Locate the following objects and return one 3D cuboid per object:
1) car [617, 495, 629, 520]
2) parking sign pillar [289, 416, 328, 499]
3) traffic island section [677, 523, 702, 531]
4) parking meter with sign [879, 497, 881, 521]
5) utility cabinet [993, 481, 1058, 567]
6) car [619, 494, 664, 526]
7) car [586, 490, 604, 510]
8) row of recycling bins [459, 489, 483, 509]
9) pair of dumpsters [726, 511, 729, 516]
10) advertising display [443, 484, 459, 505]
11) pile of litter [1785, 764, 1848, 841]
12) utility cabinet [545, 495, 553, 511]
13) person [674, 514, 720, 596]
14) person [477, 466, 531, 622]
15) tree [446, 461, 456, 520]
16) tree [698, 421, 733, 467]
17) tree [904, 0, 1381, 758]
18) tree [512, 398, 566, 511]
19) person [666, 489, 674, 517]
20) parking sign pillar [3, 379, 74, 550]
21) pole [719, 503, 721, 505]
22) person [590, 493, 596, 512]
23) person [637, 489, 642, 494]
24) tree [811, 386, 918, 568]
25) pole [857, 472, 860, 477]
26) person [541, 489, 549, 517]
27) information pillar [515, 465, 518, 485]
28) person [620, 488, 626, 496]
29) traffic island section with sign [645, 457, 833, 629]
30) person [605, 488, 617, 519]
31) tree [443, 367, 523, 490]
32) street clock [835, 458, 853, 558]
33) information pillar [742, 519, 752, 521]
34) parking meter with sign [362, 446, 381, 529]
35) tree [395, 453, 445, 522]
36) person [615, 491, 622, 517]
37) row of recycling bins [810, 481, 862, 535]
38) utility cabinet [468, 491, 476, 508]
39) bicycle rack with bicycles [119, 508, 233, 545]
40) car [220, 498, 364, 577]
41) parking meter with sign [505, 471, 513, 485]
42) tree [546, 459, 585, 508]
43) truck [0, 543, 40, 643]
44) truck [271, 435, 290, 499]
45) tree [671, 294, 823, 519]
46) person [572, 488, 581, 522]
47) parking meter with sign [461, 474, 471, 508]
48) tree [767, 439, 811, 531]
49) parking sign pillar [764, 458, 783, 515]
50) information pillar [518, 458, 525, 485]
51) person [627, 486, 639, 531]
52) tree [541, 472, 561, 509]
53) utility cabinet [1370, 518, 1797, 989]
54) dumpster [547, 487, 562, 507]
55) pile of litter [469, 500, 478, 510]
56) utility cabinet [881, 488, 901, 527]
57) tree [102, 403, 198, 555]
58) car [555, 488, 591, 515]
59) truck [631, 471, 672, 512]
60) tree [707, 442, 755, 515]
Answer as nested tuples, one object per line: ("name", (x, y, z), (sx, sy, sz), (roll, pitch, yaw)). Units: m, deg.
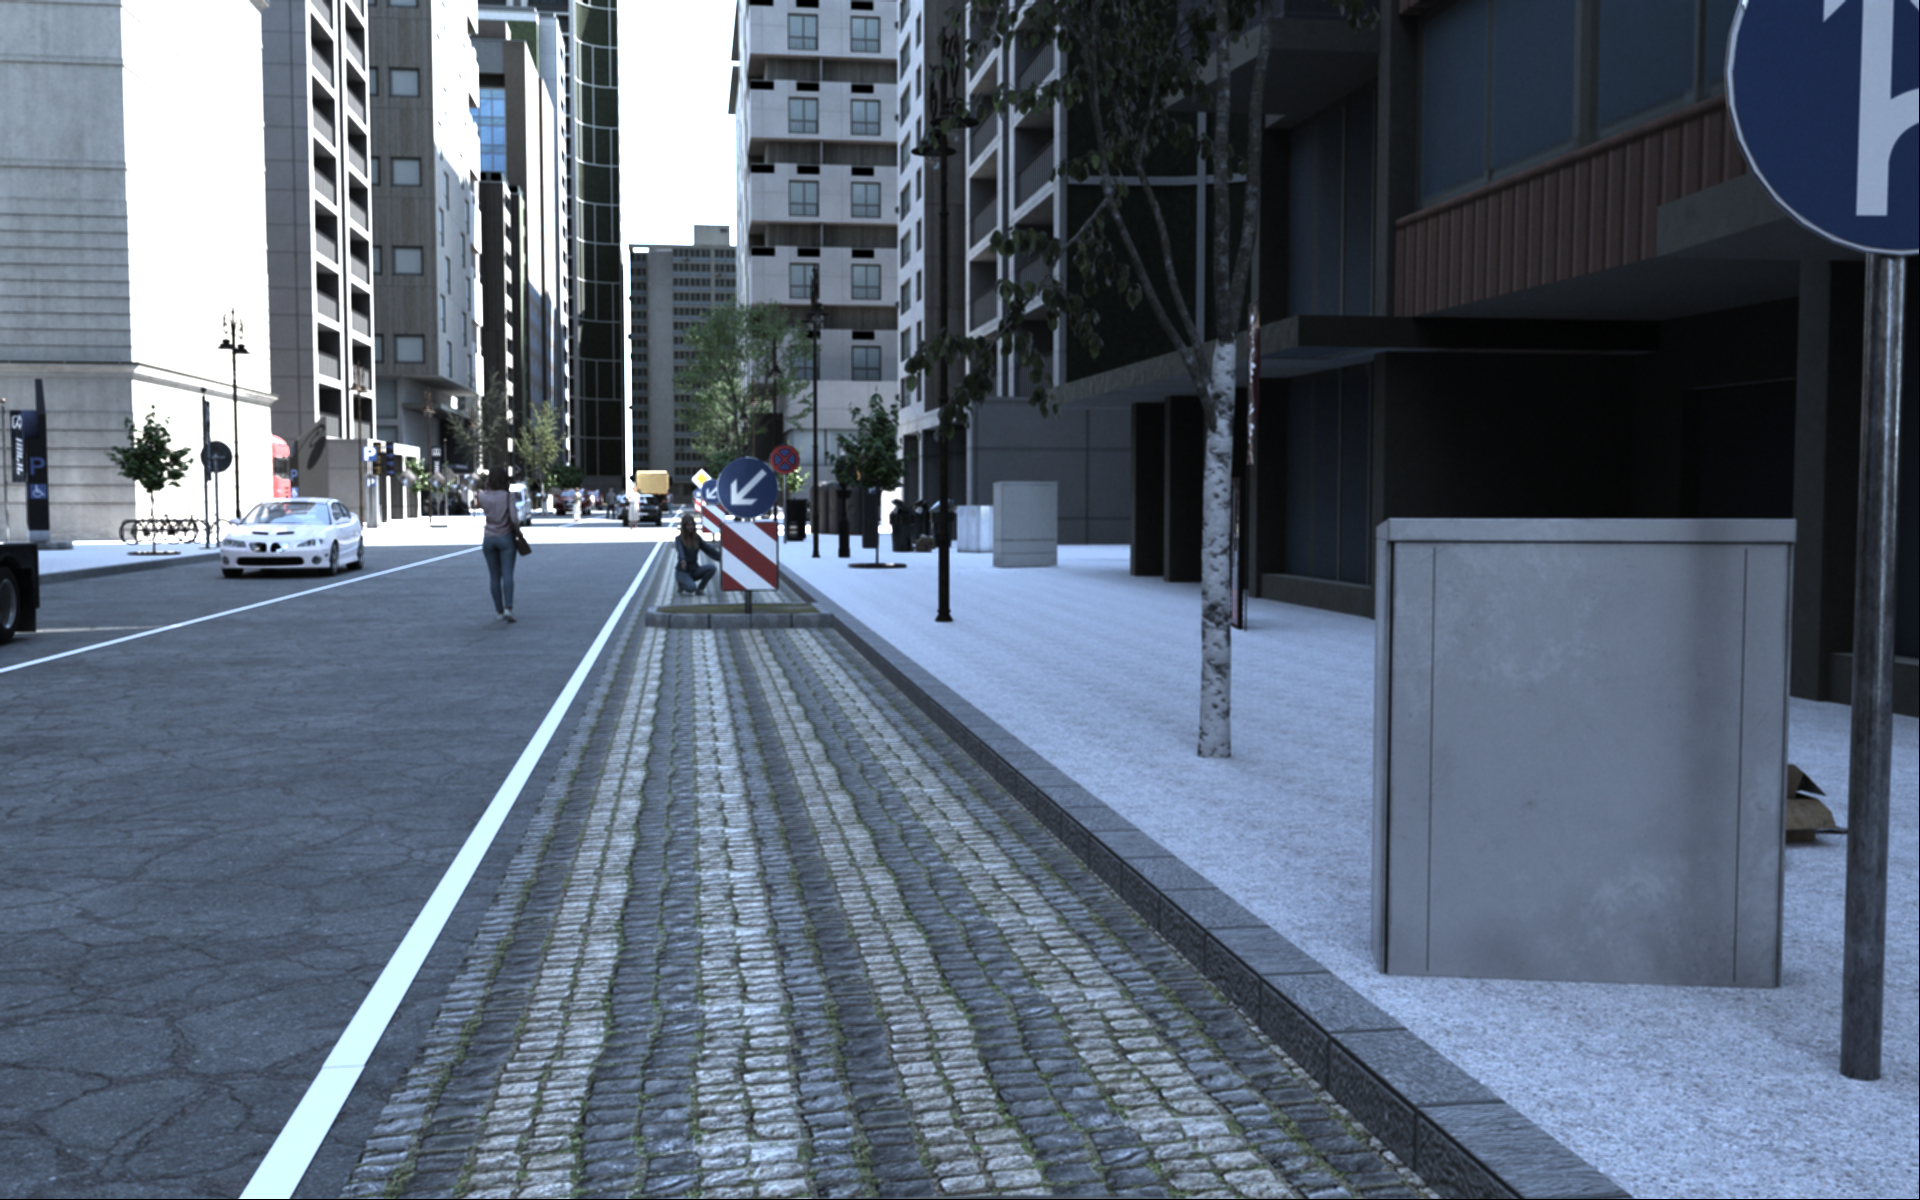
("car", (-18.263, -5.208, 97.146), (2.014, 1.417, 4.499), (-1, 4, -8))
("parking sign pillar", (-22.384, -4.345, 59.512), (1.447, 3.967, 1.447), (2, 4, 26))
("traffic island section", (-10.183, -2.831, 68.571), (2.009, 0.180, 2.903), (-1, 4, -9))
("parking meter with sign", (-4.109, -5.211, 81.460), (1.738, 3.016, 0.543), (-3, 5, -41))
("utility cabinet", (1.144, -1.332, 30.460), (1.173, 1.500, 0.318), (-2, 4, -32))
("car", (-14.345, -4.178, 78.104), (2.009, 1.686, 4.222), (-1, 4, -10))
("car", (-33.222, -9.003, 155.879), (2.281, 1.827, 5.304), (-1, 4, -10))
("row of recycling bins", (-42.113, -8.541, 146.755), (3.534, 1.692, 1.069), (0, 4, -3))
("pair of dumpsters", (-13.527, -6.175, 103.447), (1.574, 2.255, 4.437), (-1, 4, -9))
("advertising display", (-31.420, -6.219, 106.888), (0.974, 1.923, 0.123), (0, 4, 3))
("pile of litter", (2.674, 0.460, 6.441), (1.719, 0.858, 1.176), (-1, 4, -10))
("utility cabinet", (-32.104, -7.570, 134.927), (0.306, 1.237, 1.020), (1, 4, 14))
("person", (-3.638, -0.629, 24.286), (1.012, 1.151, 0.738), (-3, 4, -39))
("person", (-5.159, -0.637, 19.508), (0.593, 1.750, 0.643), (0, 4, 3))
("tree", (-25.736, -5.582, 85.875), (1.663, 3.219, 1.824), (0, 3, 0))
("tree", (-22.964, -13.198, 166.141), (4.737, 8.622, 4.395), (0, 3, 0))
("tree", (1.086, -3.550, 8.402), (4.360, 8.622, 3.978), (0, 3, 0))
("tree", (-32.115, -11.155, 132.746), (4.737, 8.622, 4.395), (0, 3, 0))
("person", (-18.266, -6.107, 109.186), (0.563, 1.720, 0.643), (2, 4, 31))
("parking sign pillar", (-21.318, -3.149, 39.957), (1.447, 3.967, 1.447), (-2, 4, -30))
("pole", (-18.770, -8.647, 135.220), (0.158, 3.312, 0.155), (0, 3, 0))
("person", (-30.148, -8.015, 142.137), (0.523, 1.515, 0.503), (1, 4, 14))
("person", (-24.642, -7.618, 133.169), (0.853, 1.813, 0.709), (-3, 5, -40))
("tree", (-1.367, -2.190, 30.405), (1.663, 3.219, 1.824), (0, 3, 0))
("pole", (-4.669, -5.254, 79.751), (0.158, 3.312, 0.155), (0, 3, 0))
("person", (-26.446, -6.189, 110.236), (0.519, 1.759, 0.362), (0, 4, 7))
("information pillar", (-35.669, -9.084, 139.878), (0.504, 3.616, 0.183), (0, 4, 7))
("person", (-21.836, -6.358, 112.627), (0.473, 1.802, 0.592), (1, 4, 23))
("traffic island section with sign", (-2.478, -0.647, 19.205), (1.989, 1.847, 2.006), (-1, 4, -9))
("person", (-20.225, -5.587, 100.253), (0.661, 1.777, 0.834), (-3, 4, -39))
("tree", (-27.317, -9.112, 99.337), (4.360, 8.622, 3.978), (0, 3, 0))
("street clock", (-2.346, -1.864, 35.048), (0.358, 2.002, 0.471), (1, 4, 14))
("information pillar", (-8.269, -3.836, 67.206), (0.304, 2.012, 0.304), (3, 4, 38))
("parking meter with sign", (-21.710, -4.145, 64.027), (0.543, 3.016, 1.738), (-1, 4, -13))
("tree", (-25.388, -5.290, 81.089), (1.663, 3.219, 1.824), (0, 3, 0))
("person", (-21.165, -5.951, 107.607), (0.589, 1.601, 0.330), (-3, 4, -37))
("row of recycling bins", (-3.859, -2.960, 55.516), (1.069, 1.692, 3.534), (-2, 4, -28))
("utility cabinet", (-40.687, -8.272, 143.931), (1.173, 1.500, 0.318), (3, 4, 36))
("bicycle rack with bicycles", (-20.604, -1.956, 45.359), (2.925, 0.926, 2.852), (-2, 4, -34))
("car", (-12.085, -1.174, 31.555), (2.083, 1.381, 4.827), (-1, 4, -10))
("parking meter with sign", (-33.465, -8.108, 128.827), (0.543, 3.016, 1.738), (1, 4, 16))
("tree", (-38.743, -11.484, 171.481), (4.285, 4.588, 4.351), (0, 3, 0))
("truck", (-8.712, -1.102, 7.779), (2.967, 4.110, 18.799), (-1, 4, -10))
("truck", (-31.638, -4.843, 68.104), (11.283, 4.237, 2.839), (-1, 4, -9))
("tree", (-11.080, -9.988, 89.064), (9.928, 11.665, 9.643), (0, 3, 0))
("person", (-19.837, -4.926, 89.589), (0.362, 1.759, 0.519), (2, 4, 31))
("parking meter with sign", (-38.748, -8.523, 135.613), (0.543, 3.016, 1.738), (-2, 4, -27))
("tree", (-5.908, -4.043, 60.700), (1.663, 3.219, 1.824), (0, 3, 0))
("parking sign pillar", (-11.386, -7.095, 104.476), (1.447, 3.967, 1.447), (-1, 4, -18))
("information pillar", (-28.458, -7.435, 112.921), (0.183, 3.616, 0.504), (0, 4, 5))
("person", (-12.777, -3.593, 67.816), (0.480, 1.755, 0.524), (-1, 4, -23))
("tree", (-35.802, -9.555, 150.826), (1.663, 3.219, 1.824), (0, 3, 0))
("utility cabinet", (1.646, 0.398, 4.662), (1.020, 1.237, 0.306), (0, 4, 8))
("dumpster", (-34.394, -8.647, 147.141), (1.264, 1.857, 1.865), (-1, 4, -9))
("pile of litter", (-40.021, -7.803, 141.537), (1.176, 0.858, 1.719), (3, 5, 42))
("utility cabinet", (-2.473, -3.509, 66.043), (0.318, 1.500, 1.173), (3, 5, 43))
("tree", (-16.999, -2.577, 36.739), (1.663, 3.219, 1.824), (0, 3, 0))
("car", (-26.264, -6.670, 117.735), (2.281, 1.827, 5.304), (0, 4, -7))
("truck", (-25.791, -9.128, 145.161), (3.469, 3.379, 9.791), (-1, 4, -11))
("tree", (-14.256, -7.651, 108.815), (4.285, 4.588, 4.351), (0, 3, 0))
